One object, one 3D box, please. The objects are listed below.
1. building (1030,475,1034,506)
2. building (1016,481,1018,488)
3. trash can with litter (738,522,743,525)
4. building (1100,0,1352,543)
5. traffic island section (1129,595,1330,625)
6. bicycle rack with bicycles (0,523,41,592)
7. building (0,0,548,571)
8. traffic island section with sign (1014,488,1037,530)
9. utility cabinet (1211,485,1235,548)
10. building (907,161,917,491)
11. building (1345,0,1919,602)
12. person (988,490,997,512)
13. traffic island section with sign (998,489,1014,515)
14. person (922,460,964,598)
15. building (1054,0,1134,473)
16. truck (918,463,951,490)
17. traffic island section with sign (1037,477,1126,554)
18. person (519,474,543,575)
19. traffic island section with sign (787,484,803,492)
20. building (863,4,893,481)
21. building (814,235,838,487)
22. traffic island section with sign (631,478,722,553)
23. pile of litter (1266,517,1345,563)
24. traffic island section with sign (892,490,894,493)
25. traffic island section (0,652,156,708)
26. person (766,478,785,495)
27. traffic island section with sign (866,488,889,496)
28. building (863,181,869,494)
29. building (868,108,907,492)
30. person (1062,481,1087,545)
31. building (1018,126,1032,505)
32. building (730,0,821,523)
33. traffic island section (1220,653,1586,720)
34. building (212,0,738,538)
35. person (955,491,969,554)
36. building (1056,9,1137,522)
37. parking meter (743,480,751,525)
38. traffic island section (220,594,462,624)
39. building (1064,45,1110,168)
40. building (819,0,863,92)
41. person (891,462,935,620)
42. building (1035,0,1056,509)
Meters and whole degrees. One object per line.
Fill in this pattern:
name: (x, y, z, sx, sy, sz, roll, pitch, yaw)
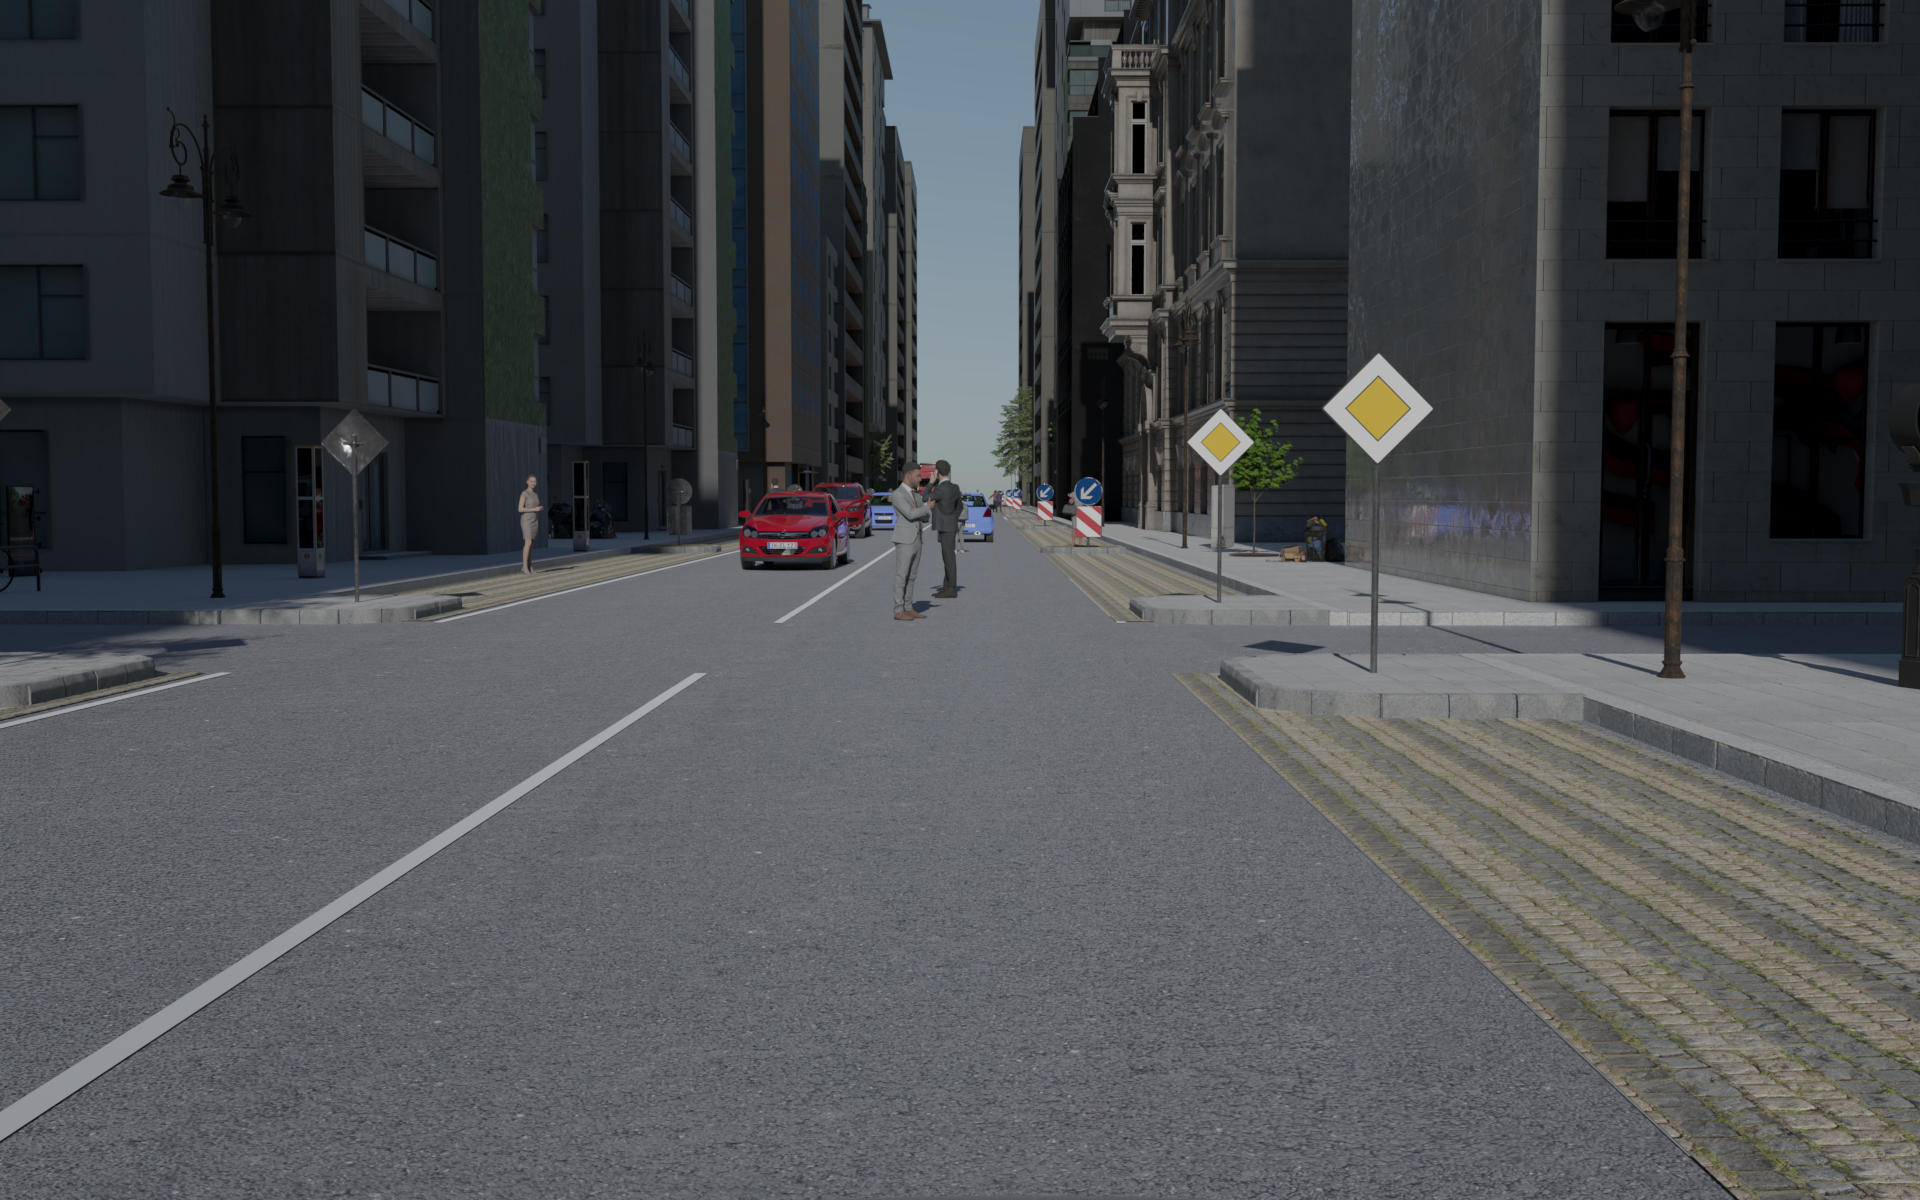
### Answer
building: (18.306, -46.343, 195.955, 20.563, 71.187, 20.611, 0, 4, 1)
building: (24.004, -33.611, 241.415, 32.217, 40.220, 23.993, 0, 4, 1)
trash can with litter: (-9.410, -3.701, 71.562, 1.678, 1.210, 2.233, -1, 4, -16)
building: (12.394, -14.848, 61.849, 14.460, 24.649, 34.723, 0, 4, 1)
traffic island section: (3.073, 0.114, 20.419, 2.009, 0.180, 2.903, 0, 4, 1)
bicycle rack with bicycles: (-13.296, -0.523, 21.933, 2.852, 0.926, 2.925, 1, 4, 9)
building: (-16.972, -21.404, 33.543, 14.154, 41.232, 14.086, 0, 4, 1)
traffic island section with sign: (3.278, -3.722, 69.486, 1.989, 1.847, 2.006, 0, 4, 1)
utility cabinet: (6.272, -2.000, 41.384, 0.318, 1.500, 1.173, 1, 4, 21)
building: (-16.940, -37.664, 239.506, 21.300, 48.544, 21.600, 0, 4, 1)
building: (15.219, -10.412, 24.986, 16.860, 20.320, 10.420, 0, 4, 1)
person: (2.831, -7.916, 138.647, 1.217, 1.743, 0.721, 1, 4, 20)
traffic island section with sign: (3.814, -6.797, 119.759, 1.989, 1.847, 2.006, 0, 4, 1)
person: (-0.249, -0.981, 23.906, 0.474, 1.900, 0.648, 1, 4, 16)
building: (21.380, -33.402, 135.354, 28.713, 52.752, 27.495, 0, 4, 1)
truck: (-2.309, -10.330, 157.801, 2.839, 4.237, 11.283, 0, 4, 2)
traffic island section with sign: (2.971, -2.049, 42.132, 1.989, 1.847, 2.006, 0, 4, 1)
person: (-7.591, -1.335, 30.672, 0.374, 1.781, 0.599, 1, 4, 18)
traffic island section with sign: (-6.654, -3.757, 70.050, 1.989, 1.847, 2.006, 0, 4, 1)
building: (-22.300, -36.907, 192.666, 28.713, 52.752, 27.495, 0, 4, 1)
building: (-22.763, -16.225, 110.322, 27.650, 21.520, 28.899, 0, 4, 1)
traffic island section with sign: (-6.938, -2.080, 42.639, 1.989, 1.847, 2.006, 0, 4, 1)
pile of litter: (6.605, -1.160, 32.936, 1.719, 0.858, 1.176, 0, 4, -4)
traffic island section with sign: (-5.816, -8.471, 147.133, 1.989, 1.847, 2.006, 0, 4, 1)
traffic island section: (-7.253, 0.595, 12.549, 2.009, 0.180, 2.903, 0, 4, 1)
person: (-5.302, -2.589, 50.187, 0.648, 1.900, 0.474, -3, 5, -41)
traffic island section with sign: (-6.117, -6.778, 119.444, 1.989, 1.847, 2.006, 0, 4, 1)
building: (-15.588, -23.346, 153.414, 14.160, 30.474, 14.107, 0, 4, 1)
building: (-18.087, -36.334, 217.768, 21.300, 48.544, 21.600, 0, 4, 1)
person: (3.057, -2.255, 45.719, 0.716, 1.782, 0.532, 0, 4, 5)
building: (18.260, -36.332, 217.728, 21.300, 48.544, 21.600, 0, 4, 1)
building: (-14.209, -26.417, 82.021, 14.600, 45.320, 14.200, 0, 4, 1)
traffic island section: (2.988, 0.602, 12.435, 2.009, 0.180, 2.903, 0, 4, 1)
building: (-15.809, -23.025, 60.060, 14.154, 41.232, 14.086, 0, 4, 1)
person: (-0.037, -1.872, 41.710, 0.523, 1.515, 0.503, 0, 4, 6)
building: (11.415, -15.774, 87.575, 12.332, 23.373, 15.834, 0, 4, 1)
parking meter: (-8.607, -3.929, 69.942, 0.255, 1.863, 0.399, 0, 4, 8)
traffic island section: (-7.168, 0.107, 20.533, 2.009, 0.180, 2.903, 0, 4, 1)
building: (13.834, -21.018, 115.351, 14.160, 30.474, 14.107, 0, 4, 1)
building: (-18.862, -31.251, 134.660, 21.300, 48.544, 21.600, 0, 4, 1)
person: (-0.527, -0.677, 19.751, 0.466, 1.800, 0.511, 1, 4, 13)
building: (17.845, -32.803, 160.023, 21.300, 48.544, 21.600, 0, 4, 1)
